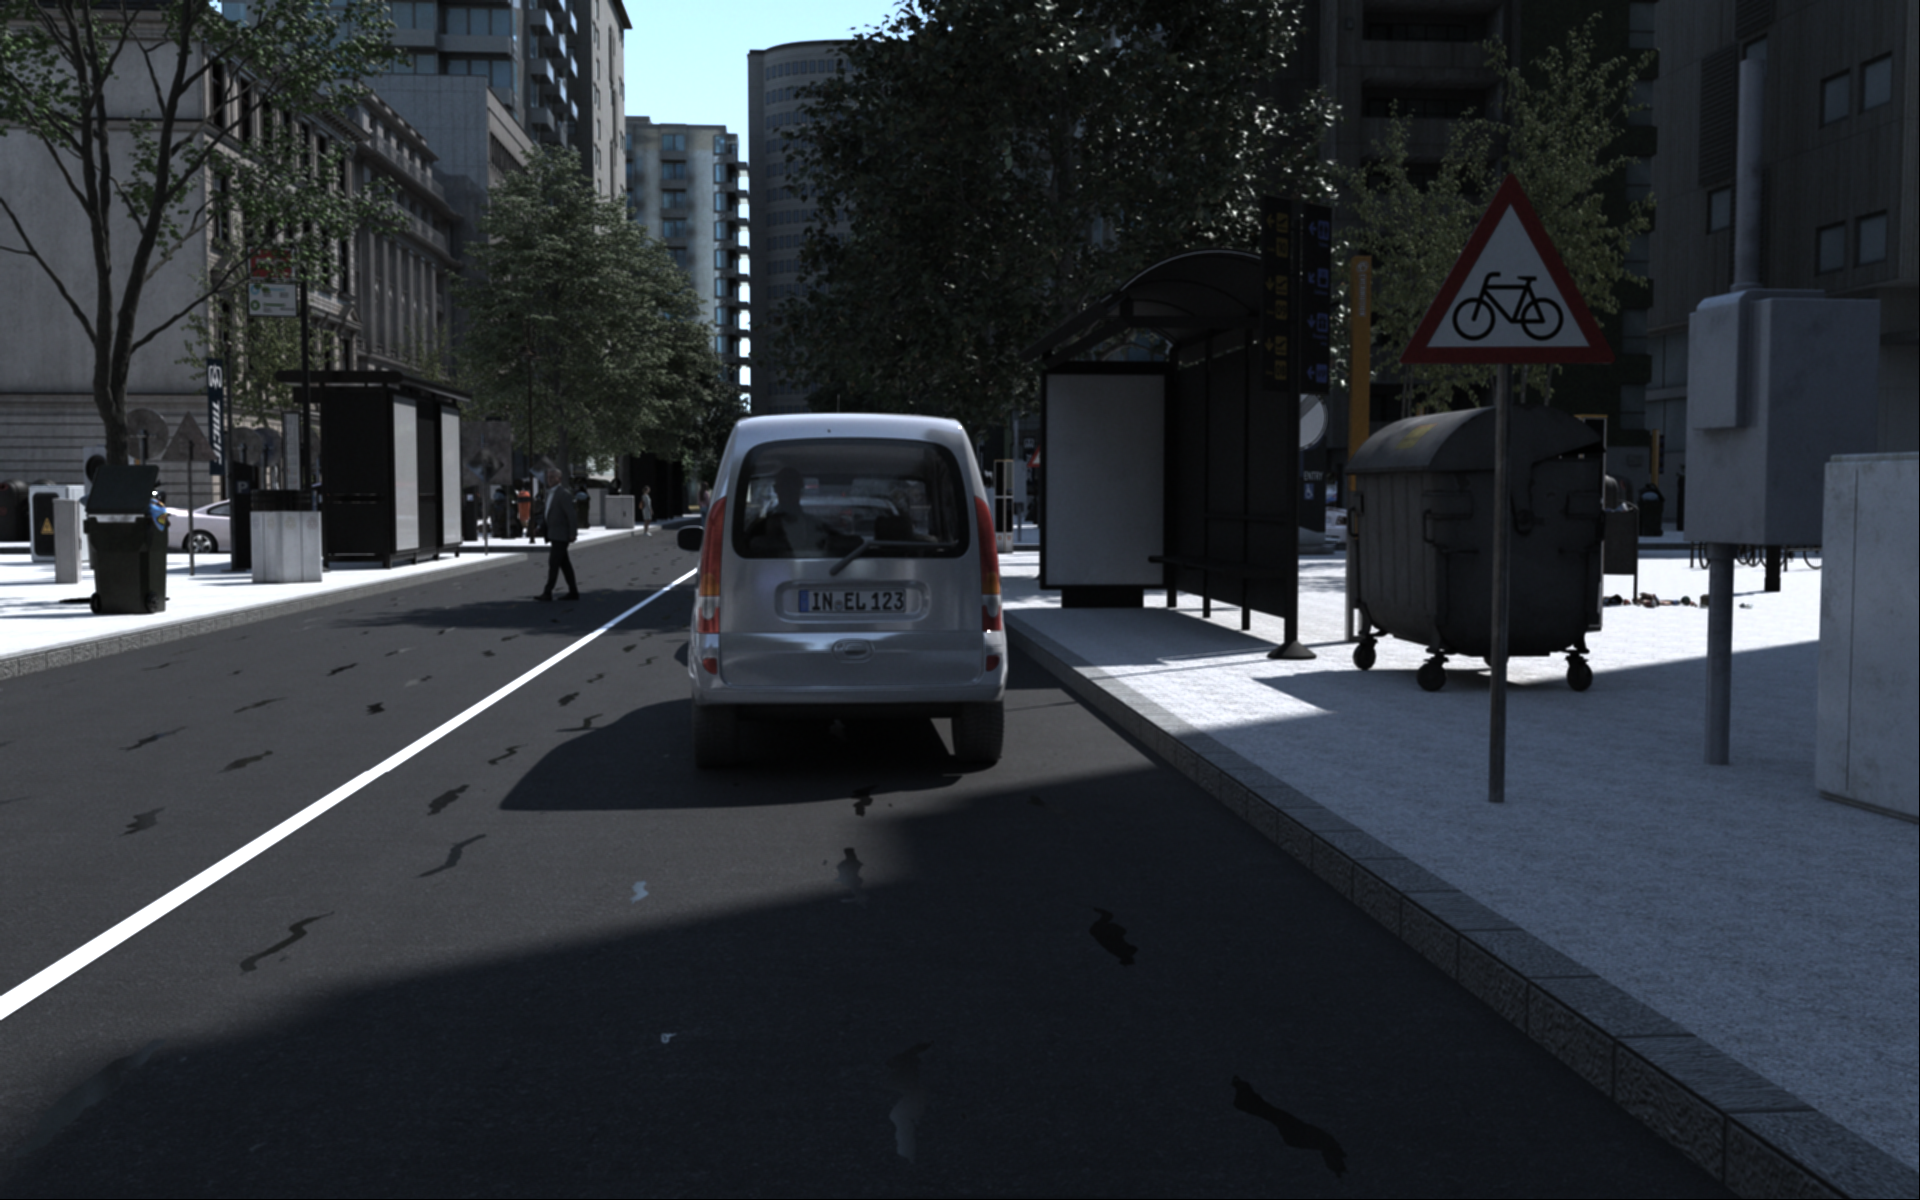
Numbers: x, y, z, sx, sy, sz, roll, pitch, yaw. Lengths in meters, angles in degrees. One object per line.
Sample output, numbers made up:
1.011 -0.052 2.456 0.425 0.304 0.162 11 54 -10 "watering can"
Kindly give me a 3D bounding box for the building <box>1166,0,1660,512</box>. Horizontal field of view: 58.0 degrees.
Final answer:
15.818 -17.877 63.984 14.107 30.474 14.160 0 4 -5 "building"

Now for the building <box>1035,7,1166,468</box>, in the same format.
17.257 -29.738 105.823 23.786 49.044 30.456 0 4 -5 "building"

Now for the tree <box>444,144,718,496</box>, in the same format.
-13.522 -8.504 57.163 7.486 12.596 7.792 0 3 0 "tree"

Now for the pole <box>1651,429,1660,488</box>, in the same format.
21.908 -3.716 54.601 0.158 3.312 0.155 0 3 0 "pole"

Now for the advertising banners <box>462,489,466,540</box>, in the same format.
-13.715 -3.118 47.168 0.090 3.025 2.074 0 4 -5 "advertising banners"

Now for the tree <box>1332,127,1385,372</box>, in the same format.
8.903 -5.059 33.085 4.737 8.622 4.395 0 3 0 "tree"

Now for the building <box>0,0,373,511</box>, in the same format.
-29.145 -12.148 63.248 10.561 19.102 19.286 0 4 -5 "building"

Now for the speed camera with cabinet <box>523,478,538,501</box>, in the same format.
-24.668 -6.283 97.071 2.038 3.252 0.660 1 4 22 "speed camera with cabinet"

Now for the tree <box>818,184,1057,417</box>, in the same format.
-0.384 -7.904 54.991 9.928 11.665 9.643 0 3 0 "tree"

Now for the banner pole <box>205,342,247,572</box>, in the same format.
-12.051 -2.342 28.312 0.401 3.779 0.863 0 4 8 "banner pole"

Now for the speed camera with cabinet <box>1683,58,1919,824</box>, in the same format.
3.892 -0.796 7.345 0.660 3.252 2.038 0 4 -8 "speed camera with cabinet"

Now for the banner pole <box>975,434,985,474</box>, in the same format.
0.692 -4.361 61.327 0.401 3.779 0.863 2 4 28 "banner pole"

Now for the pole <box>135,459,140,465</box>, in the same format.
-24.306 -3.514 51.305 0.158 3.312 0.155 0 3 0 "pole"

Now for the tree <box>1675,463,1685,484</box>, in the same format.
26.094 -4.043 60.706 1.663 3.219 1.824 0 3 0 "tree"

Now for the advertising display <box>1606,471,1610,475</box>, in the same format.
18.163 -2.709 49.499 0.123 1.923 0.974 -1 4 -22 "advertising display"

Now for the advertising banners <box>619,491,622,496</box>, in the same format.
-18.116 -5.924 93.051 0.090 3.025 2.074 -2 4 -29 "advertising banners"

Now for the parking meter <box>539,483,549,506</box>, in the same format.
-18.774 -4.437 78.257 0.255 1.863 0.399 3 4 37 "parking meter"

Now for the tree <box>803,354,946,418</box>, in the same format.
-4.591 -11.619 96.627 9.857 13.997 8.962 0 3 0 "tree"

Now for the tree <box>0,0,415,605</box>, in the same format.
-9.900 -5.773 20.139 9.928 11.665 9.643 0 3 0 "tree"

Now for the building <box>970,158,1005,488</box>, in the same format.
12.228 -51.536 155.285 22.319 86.520 31.000 0 4 -5 "building"

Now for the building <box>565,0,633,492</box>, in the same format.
-46.631 -35.316 166.657 27.495 52.752 28.713 0 4 -5 "building"

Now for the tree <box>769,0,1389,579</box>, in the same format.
1.531 -6.660 25.896 9.611 12.733 9.660 0 3 0 "tree"

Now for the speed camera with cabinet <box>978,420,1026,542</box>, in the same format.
0.940 -3.225 47.062 0.660 3.252 2.038 -3 4 -38 "speed camera with cabinet"

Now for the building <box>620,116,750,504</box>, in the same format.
-42.283 -36.837 221.898 30.456 49.044 23.786 0 4 -5 "building"

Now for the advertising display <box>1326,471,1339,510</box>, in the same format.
10.091 -2.641 48.387 0.974 1.923 0.123 2 4 24 "advertising display"

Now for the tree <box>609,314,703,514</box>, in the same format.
-17.691 -11.835 110.512 9.611 12.733 9.660 0 3 0 "tree"

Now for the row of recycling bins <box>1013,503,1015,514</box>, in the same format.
2.319 -6.330 110.604 1.069 1.692 3.534 -2 4 -34 "row of recycling bins"

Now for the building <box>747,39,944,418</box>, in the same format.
-12.924 -41.673 223.347 28.212 58.520 21.231 0 4 -5 "building"

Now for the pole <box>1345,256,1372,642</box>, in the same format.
3.445 -1.293 14.976 0.158 3.312 0.155 0 3 0 "pole"

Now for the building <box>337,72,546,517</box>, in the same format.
-33.464 -17.707 107.536 12.078 24.808 19.932 0 4 -5 "building"

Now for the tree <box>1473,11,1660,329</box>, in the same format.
8.997 -4.706 27.307 4.737 8.622 4.395 0 3 0 "tree"

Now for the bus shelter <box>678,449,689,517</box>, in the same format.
-15.704 -6.244 93.370 1.731 3.624 6.357 0 4 -5 "bus shelter"

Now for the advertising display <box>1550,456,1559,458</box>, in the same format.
7.772 -1.128 23.660 0.974 1.923 0.123 -1 4 -12 "advertising display"

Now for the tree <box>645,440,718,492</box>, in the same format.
-16.968 -7.138 100.420 4.285 4.588 4.351 0 3 0 "tree"

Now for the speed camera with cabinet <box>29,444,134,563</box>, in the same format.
-16.395 -2.321 32.286 2.038 3.252 0.660 1 4 20 "speed camera with cabinet"

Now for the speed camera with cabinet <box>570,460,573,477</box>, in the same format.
-20.559 -5.991 92.287 0.660 3.252 2.038 1 4 13 "speed camera with cabinet"

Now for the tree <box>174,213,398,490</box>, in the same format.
-18.085 -5.810 45.357 4.737 8.622 4.395 0 3 0 "tree"

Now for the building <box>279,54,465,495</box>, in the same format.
-33.527 -14.911 85.592 13.314 21.916 24.055 0 4 -5 "building"

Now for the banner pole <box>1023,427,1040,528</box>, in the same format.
2.739 -4.586 64.996 0.863 3.779 0.401 2 4 24 "banner pole"

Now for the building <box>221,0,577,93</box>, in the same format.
-41.377 -31.326 131.792 23.786 49.044 30.456 0 4 -5 "building"

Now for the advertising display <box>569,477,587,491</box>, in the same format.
-14.463 -3.648 64.866 0.974 1.923 0.123 -2 4 -32 "advertising display"

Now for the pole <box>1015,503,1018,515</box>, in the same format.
3.467 -6.888 106.463 0.158 3.312 0.155 0 3 0 "pole"

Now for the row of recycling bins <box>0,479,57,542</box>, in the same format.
-26.107 -2.435 46.926 3.534 1.692 1.069 0 4 3 "row of recycling bins"

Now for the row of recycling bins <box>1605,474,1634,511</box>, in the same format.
13.084 -1.726 35.338 1.069 1.692 3.534 2 4 27 "row of recycling bins"

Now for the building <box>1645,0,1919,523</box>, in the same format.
43.944 -29.565 72.623 27.495 52.752 28.713 0 4 -5 "building"

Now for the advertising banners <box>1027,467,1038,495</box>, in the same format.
4.238 -6.552 103.317 2.074 3.025 0.090 -3 4 -37 "advertising banners"

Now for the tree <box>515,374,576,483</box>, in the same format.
-23.712 -9.189 100.597 4.360 8.622 3.978 0 3 0 "tree"

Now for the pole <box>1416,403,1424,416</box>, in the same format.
10.297 -2.752 38.842 0.158 3.312 0.155 0 3 0 "pole"

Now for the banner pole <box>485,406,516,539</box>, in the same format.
-13.101 -3.625 49.283 0.863 3.779 0.401 0 4 8 "banner pole"

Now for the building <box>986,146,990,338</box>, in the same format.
5.581 -30.281 178.696 14.154 41.232 14.086 0 4 -5 "building"

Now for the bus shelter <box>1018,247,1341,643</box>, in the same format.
1.895 -1.411 17.002 2.014 3.302 5.546 0 4 -5 "bus shelter"

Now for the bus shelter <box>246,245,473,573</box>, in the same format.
-10.634 -3.251 30.792 2.179 5.291 8.768 0 4 -5 "bus shelter"

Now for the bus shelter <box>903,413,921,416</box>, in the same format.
-2.801 -6.482 83.611 2.179 5.291 8.768 0 4 -5 "bus shelter"

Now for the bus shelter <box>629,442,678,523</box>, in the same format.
-14.486 -5.499 81.199 1.731 3.624 6.357 0 4 -5 "bus shelter"

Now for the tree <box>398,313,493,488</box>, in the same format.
-21.360 -7.397 71.301 4.737 8.622 4.395 0 3 0 "tree"

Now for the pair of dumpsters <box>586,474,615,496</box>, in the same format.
-17.049 -4.805 81.059 1.574 2.255 4.437 0 4 -5 "pair of dumpsters"

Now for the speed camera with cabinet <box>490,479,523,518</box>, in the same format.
-21.058 -5.243 80.057 0.660 3.252 2.038 0 4 8 "speed camera with cabinet"

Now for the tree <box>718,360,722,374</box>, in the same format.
-13.512 -9.414 72.039 7.486 12.596 7.792 0 3 0 "tree"
